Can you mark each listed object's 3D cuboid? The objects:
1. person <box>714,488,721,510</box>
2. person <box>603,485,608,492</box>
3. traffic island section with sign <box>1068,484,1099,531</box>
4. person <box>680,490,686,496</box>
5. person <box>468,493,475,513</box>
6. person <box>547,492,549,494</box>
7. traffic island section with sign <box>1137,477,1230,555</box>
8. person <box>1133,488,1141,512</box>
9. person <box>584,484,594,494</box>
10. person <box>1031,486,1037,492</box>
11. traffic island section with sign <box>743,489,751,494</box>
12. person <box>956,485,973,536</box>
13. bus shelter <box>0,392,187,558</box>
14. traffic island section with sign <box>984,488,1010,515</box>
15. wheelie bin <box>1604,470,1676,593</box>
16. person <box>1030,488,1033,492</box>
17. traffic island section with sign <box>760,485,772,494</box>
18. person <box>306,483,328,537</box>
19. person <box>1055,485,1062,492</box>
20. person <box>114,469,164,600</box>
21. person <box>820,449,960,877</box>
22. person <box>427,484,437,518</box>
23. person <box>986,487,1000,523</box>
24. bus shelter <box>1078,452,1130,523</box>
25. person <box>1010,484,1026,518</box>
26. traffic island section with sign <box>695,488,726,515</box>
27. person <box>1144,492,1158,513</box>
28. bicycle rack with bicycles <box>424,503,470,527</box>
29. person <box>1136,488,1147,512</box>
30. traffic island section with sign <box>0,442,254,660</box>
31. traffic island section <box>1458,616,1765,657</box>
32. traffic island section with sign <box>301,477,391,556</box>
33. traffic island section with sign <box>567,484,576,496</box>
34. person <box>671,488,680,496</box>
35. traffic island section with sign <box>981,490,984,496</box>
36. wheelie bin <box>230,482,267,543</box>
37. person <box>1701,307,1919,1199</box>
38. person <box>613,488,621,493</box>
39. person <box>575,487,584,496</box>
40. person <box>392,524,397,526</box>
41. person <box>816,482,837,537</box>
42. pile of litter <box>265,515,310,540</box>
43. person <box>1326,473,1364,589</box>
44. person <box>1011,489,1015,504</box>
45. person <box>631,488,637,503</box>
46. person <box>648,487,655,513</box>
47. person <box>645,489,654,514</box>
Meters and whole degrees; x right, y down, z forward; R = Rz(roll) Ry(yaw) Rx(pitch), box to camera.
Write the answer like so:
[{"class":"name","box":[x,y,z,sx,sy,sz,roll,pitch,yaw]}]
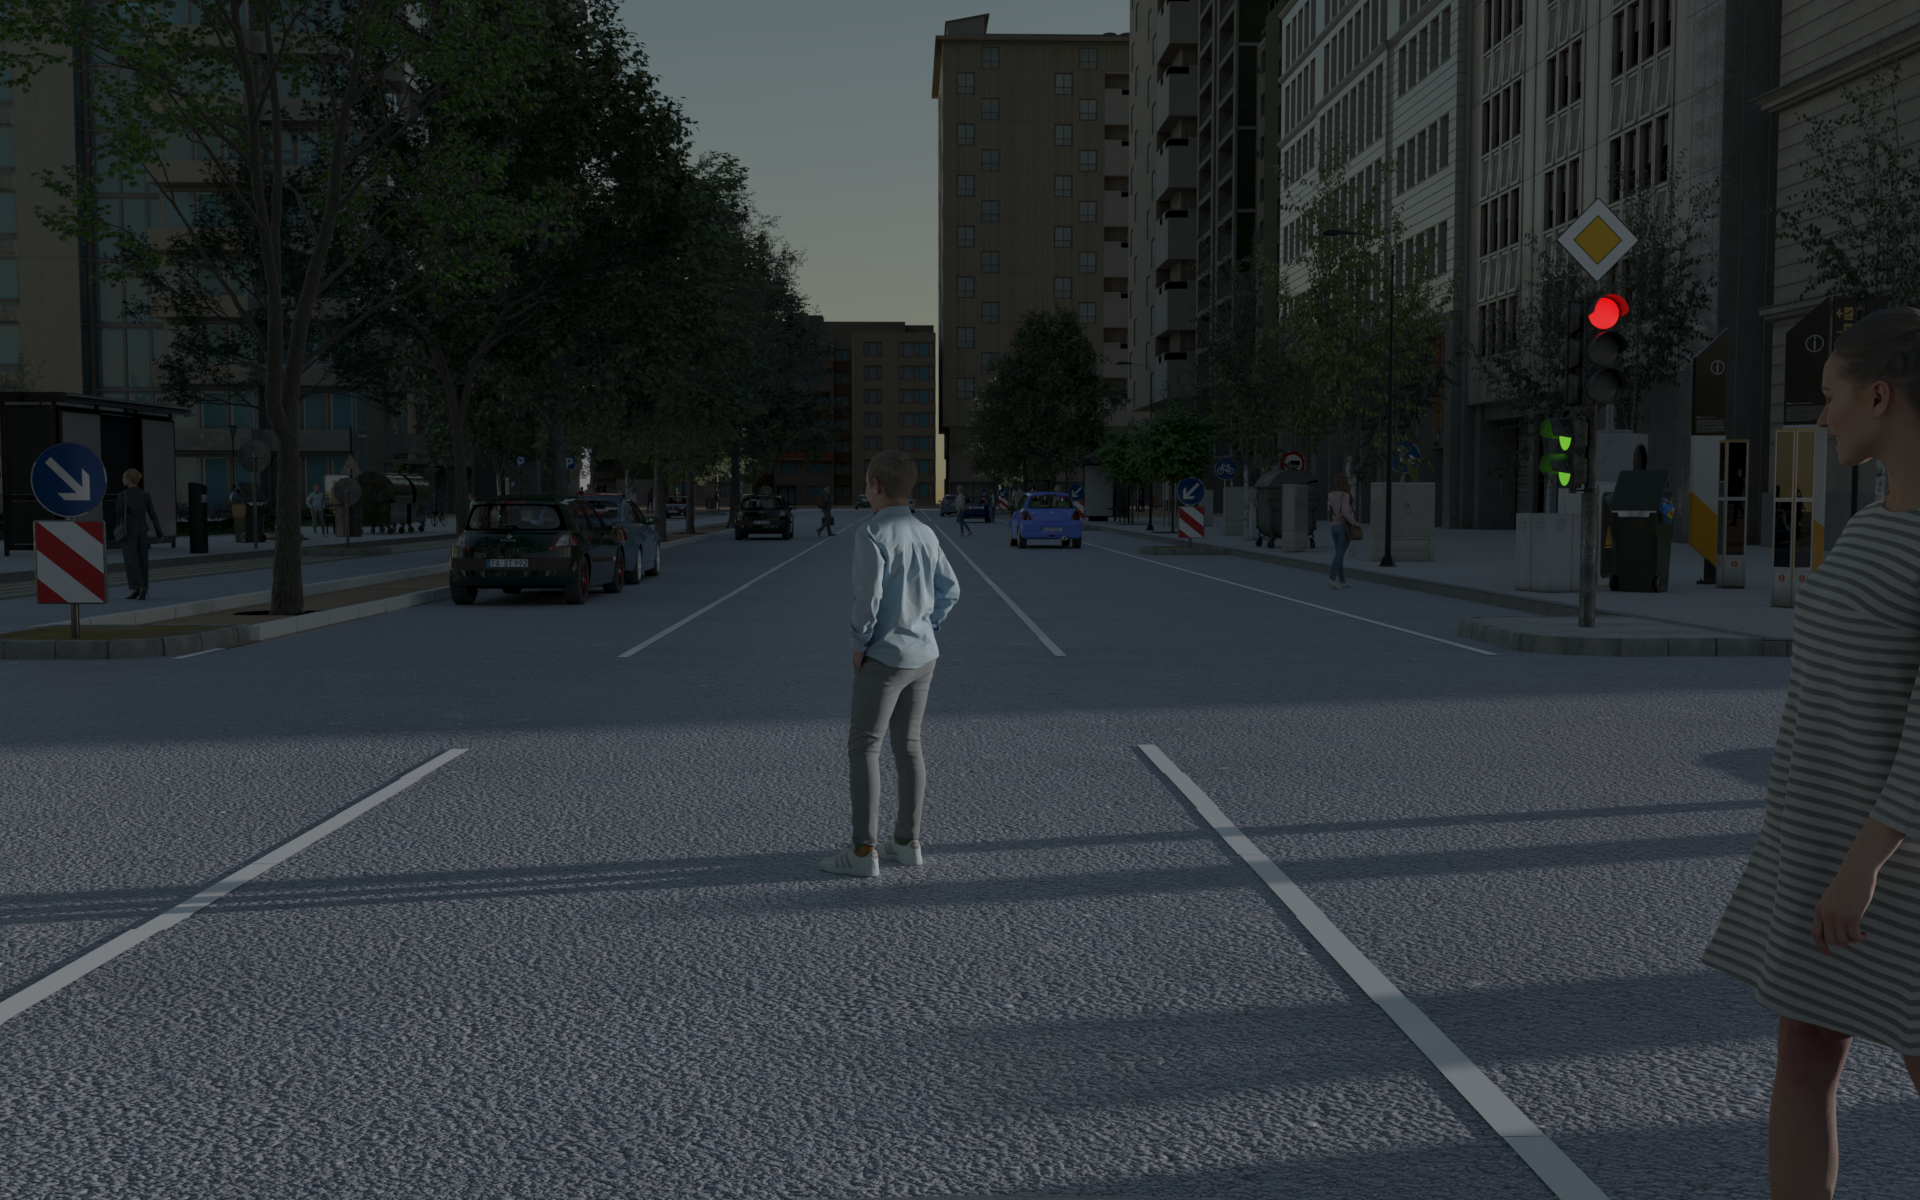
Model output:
[{"class":"person","box":[-19.819,-8.252,141.415,0.568,1.767,0.683,3,5,42]},{"class":"person","box":[-21.625,-6.112,105.980,0.705,1.822,1.348,-2,4,-29]},{"class":"traffic island section with sign","box":[4.437,-3.676,68.737,1.989,1.847,2.006,0,4,-2]},{"class":"person","box":[-23.237,-8.481,145.153,0.568,1.767,0.683,-1,4,-16]},{"class":"person","box":[-18.453,-3.389,65.700,0.590,1.304,0.306,-3,4,-38]},{"class":"person","box":[-27.171,-6.623,114.860,0.617,1.759,0.750,0,4,6]},{"class":"traffic island section with sign","box":[5.302,-2.011,41.515,1.989,1.847,2.006,0,4,-2]},{"class":"person","box":[12.752,-7.203,123.798,0.705,1.826,1.348,3,5,44]},{"class":"person","box":[-19.322,-5.131,90.037,0.635,1.810,0.391,0,4,6]},{"class":"person","box":[5.114,-6.957,119.804,1.348,1.823,0.705,0,4,3]},{"class":"traffic island section with sign","box":[-17.789,-8.330,144.828,1.989,1.847,2.006,0,4,-2]},{"class":"person","box":[0.140,-3.040,58.883,0.598,1.740,0.731,0,4,-5]},{"class":"bus shelter","box":[-19.345,-3.622,36.856,2.179,5.291,8.768,0,4,-2]},{"class":"traffic island section with sign","box":[2.836,-6.777,119.437,1.989,1.847,2.006,0,4,-2]},{"class":"wheelie bin","box":[8.960,-0.911,22.801,0.980,1.594,0.693,3,5,43]},{"class":"person","box":[6.515,-9.259,157.420,1.348,1.826,0.705,2,4,33]},{"class":"traffic island section with sign","box":[-10.254,-5.070,91.039,2.006,1.907,1.989,0,4,-2]},{"class":"person","box":[-19.164,-2.677,51.616,0.589,1.601,0.330,-2,4,-35]},{"class":"person","box":[3.740,-3.559,66.876,0.728,1.800,0.709,-1,4,-9]},{"class":"person","box":[-11.165,-0.894,23.541,0.534,1.772,0.576,1,4,11]},{"class":"person","box":[-0.262,0.222,6.680,0.589,1.601,0.330,-3,5,-42]},{"class":"person","box":[-28.146,-5.282,92.273,0.599,1.838,0.709,-2,4,-29]},{"class":"person","box":[1.574,-4.641,84.721,0.623,1.781,0.721,-2,4,-32]},{"class":"bus shelter","box":[6.656,-5.193,78.828,2.014,3.302,5.546,0,4,-2]},{"class":"person","box":[2.298,-3.605,67.564,0.709,1.813,0.853,1,4,11]},{"class":"traffic island section with sign","box":[-16.946,-6.678,117.807,1.989,1.847,2.006,0,4,-2]},{"class":"person","box":[13.098,-6.681,118.540,1.065,1.426,0.557,3,4,37]},{"class":"bicycle rack with bicycles","box":[-19.800,-3.350,68.149,2.852,0.926,2.925,0,4,-3]},{"class":"person","box":[12.850,-7.075,122.403,0.721,1.739,1.217,3,5,43]},{"class":"traffic island section with sign","box":[-7.880,-0.477,15.938,2.006,1.907,1.989,0,4,-2]},{"class":"traffic island section","box":[6.070,0.340,16.715,2.009,0.180,2.903,0,4,-2]},{"class":"traffic island section with sign","box":[-14.514,-1.961,40.689,1.989,1.847,2.006,0,4,-2]},{"class":"traffic island section with sign","box":[-15.359,-3.609,67.631,1.989,1.847,2.006,0,4,-2]},{"class":"person","box":[-24.188,-8.666,147.750,0.705,1.821,1.348,3,5,43]},{"class":"traffic island section with sign","box":[1.980,-8.457,146.901,1.989,1.847,2.006,0,4,-2]},{"class":"wheelie bin","box":[-18.841,-2.318,45.802,0.693,1.594,0.980,2,4,31]},{"class":"person","box":[1.549,0.391,2.865,0.760,1.731,0.466,-2,4,-29]},{"class":"person","box":[-26.353,-7.730,133.228,0.742,1.727,0.445,0,4,6]},{"class":"person","box":[-27.811,-7.434,127.531,1.348,1.831,0.705,0,4,-2]},{"class":"person","box":[-23.167,-3.979,70.463,0.474,1.900,0.648,-2,4,-29]},{"class":"person","box":[-4.515,-3.039,58.159,0.822,1.834,0.622,-2,4,-30]},{"class":"pile of litter","box":[-18.942,-2.116,48.567,1.176,0.858,1.719,-3,5,-40]},{"class":"person","box":[5.761,-1.051,26.276,0.643,1.750,0.593,-2,4,-24]},{"class":"person","box":[4.902,-9.492,161.772,0.617,1.759,0.750,-2,4,-35]},{"class":"person","box":[-24.595,-7.590,130.803,0.551,1.740,0.621,1,4,9]},{"class":"person","box":[-21.344,-6.917,119.798,0.621,1.740,0.551,2,4,24]},{"class":"person","box":[-20.441,-6.520,114.111,0.593,1.643,0.415,-3,4,-38]}]
